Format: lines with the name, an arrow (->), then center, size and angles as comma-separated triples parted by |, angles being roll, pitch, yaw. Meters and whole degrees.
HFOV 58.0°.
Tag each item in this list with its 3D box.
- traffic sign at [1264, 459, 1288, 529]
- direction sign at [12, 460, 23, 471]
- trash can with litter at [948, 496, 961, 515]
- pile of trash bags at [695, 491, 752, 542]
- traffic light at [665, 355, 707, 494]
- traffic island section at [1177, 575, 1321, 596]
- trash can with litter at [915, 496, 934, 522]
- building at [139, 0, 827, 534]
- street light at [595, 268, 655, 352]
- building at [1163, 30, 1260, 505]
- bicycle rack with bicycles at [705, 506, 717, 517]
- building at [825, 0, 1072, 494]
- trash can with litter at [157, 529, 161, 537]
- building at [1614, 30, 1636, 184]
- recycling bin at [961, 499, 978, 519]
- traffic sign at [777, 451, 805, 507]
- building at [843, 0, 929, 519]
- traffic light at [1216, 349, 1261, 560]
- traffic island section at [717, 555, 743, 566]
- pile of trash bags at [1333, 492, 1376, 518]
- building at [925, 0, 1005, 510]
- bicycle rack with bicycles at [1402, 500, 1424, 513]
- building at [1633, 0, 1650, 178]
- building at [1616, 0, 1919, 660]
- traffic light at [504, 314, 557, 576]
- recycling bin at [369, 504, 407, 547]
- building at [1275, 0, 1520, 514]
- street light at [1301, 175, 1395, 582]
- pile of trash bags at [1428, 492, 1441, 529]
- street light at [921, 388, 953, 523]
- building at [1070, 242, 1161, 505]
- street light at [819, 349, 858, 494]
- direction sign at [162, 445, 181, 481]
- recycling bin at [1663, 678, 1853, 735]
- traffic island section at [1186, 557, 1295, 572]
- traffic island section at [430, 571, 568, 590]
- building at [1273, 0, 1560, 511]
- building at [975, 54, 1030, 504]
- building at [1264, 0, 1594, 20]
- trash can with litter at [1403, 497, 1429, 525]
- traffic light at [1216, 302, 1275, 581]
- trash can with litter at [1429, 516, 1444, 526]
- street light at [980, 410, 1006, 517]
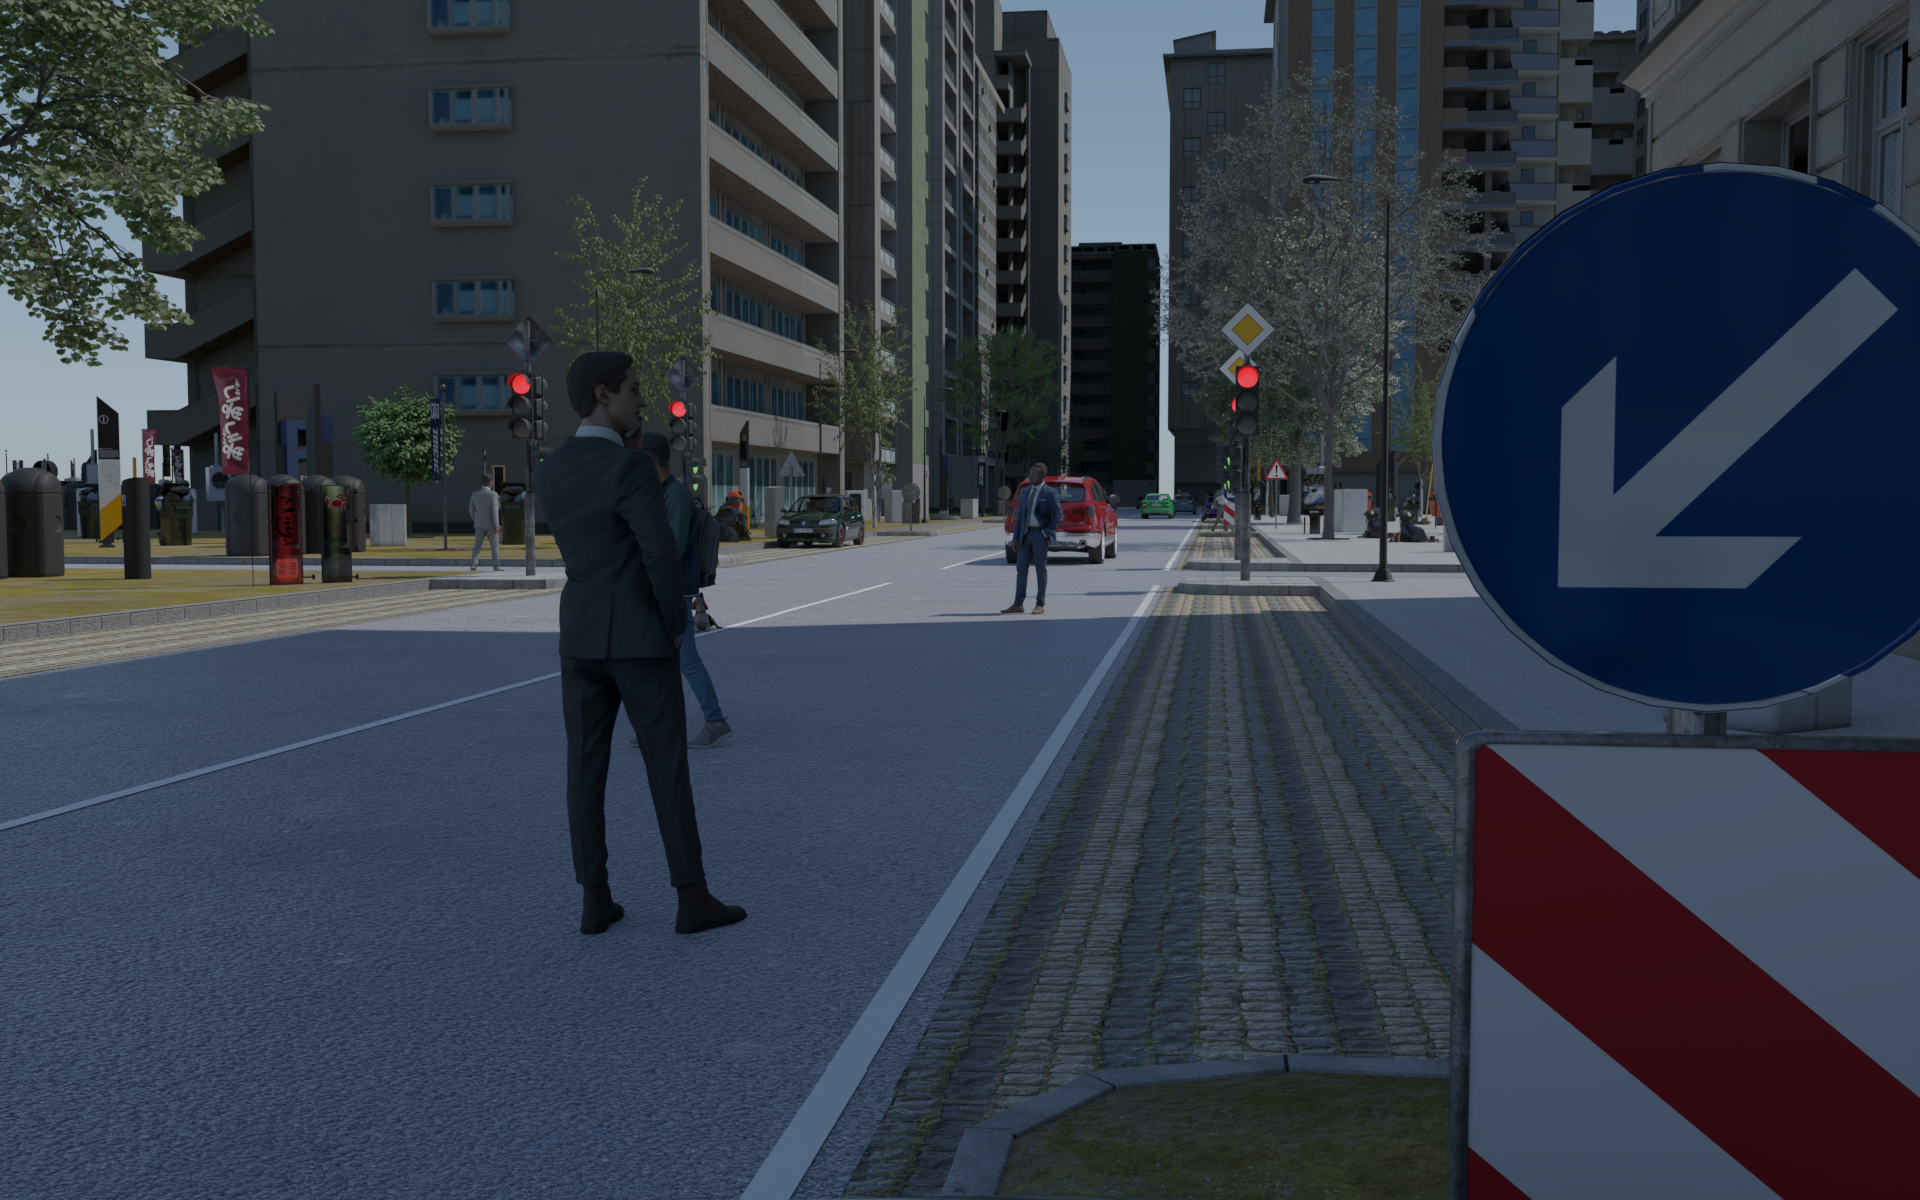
traffic sign -> 11.659, -3.905, 63.849 | 0.884, 2.594, 0.081 | 1, 4, 10
direction sign -> -62.707, -7.545, 115.361 | 0.876, 3.537, 0.379 | 1, 4, 17
trash can with litter -> -0.245, -5.757, 105.189 | 2.233, 1.210, 1.678 | 0, 4, -7
pile of trash bags -> -6.595, -2.306, 47.464 | 1.912, 1.369, 3.447 | 1, 4, 9
traffic light -> -5.579, -2.820, 35.030 | 0.839, 4.253, 0.868 | 1, 4, 8
traffic island section -> 4.245, -0.206, 25.651 | 2.009, 0.180, 2.903 | 1, 4, 8
trash can with litter -> -1.907, -4.309, 81.516 | 1.678, 1.210, 2.233 | 0, 4, -5
building -> -17.088, -27.001, 65.167 | 21.300, 48.544, 21.600 | 1, 4, 8
street light -> -6.961, -3.870, 35.810 | 1.470, 5.913, 1.316 | 1, 4, 8
building -> 38.100, -37.663, 205.036 | 27.495, 52.752, 28.713 | 1, 4, 8
bicycle rack with bicycles -> -7.679, -2.368, 52.096 | 2.925, 0.926, 2.852 | 2, 4, 31
building -> -0.253, -33.611, 173.240 | 21.600, 48.544, 21.300 | 1, 4, 8
trash can with litter -> -23.316, -2.426, 51.057 | 1.055, 1.170, 0.624 | 2, 4, 32
building -> 65.163, -37.361, 200.095 | 27.495, 52.752, 28.713 | 1, 4, 8
recycling bin -> 0.488, -4.760, 90.380 | 0.722, 1.027, 0.722 | 1, 4, 23
traffic sign -> -5.064, -3.175, 51.913 | 0.884, 2.594, 0.081 | 1, 4, 14
building -> -9.705, -24.880, 90.380 | 14.154, 41.232, 14.086 | 1, 4, 8
traffic light -> 5.368, -2.723, 33.443 | 0.839, 4.253, 0.868 | 1, 4, 8
traffic island section -> -5.617, -0.788, 35.170 | 2.009, 0.180, 2.903 | 1, 4, 8
pile of trash bags -> 19.805, -4.679, 86.256 | 1.912, 1.369, 3.447 | 0, 4, -6
building -> -7.508, -41.742, 120.732 | 20.563, 71.187, 20.611 | 1, 4, 8
bicycle rack with bicycles -> 26.726, -5.279, 99.693 | 2.852, 0.926, 2.925 | 1, 4, 19
building -> 74.528, -44.330, 163.049 | 20.611, 71.187, 20.563 | 1, 4, 8
building -> 13.859, -10.604, 6.665 | 16.112, 22.955, 30.059 | 1, 4, 8
traffic light -> -6.739, -2.337, 27.129 | 0.839, 4.253, 0.868 | 1, 4, 8
recycling bin -> -14.114, -1.846, 42.739 | 0.722, 1.027, 0.722 | -2, 4, -33
building -> 28.378, -28.426, 114.871 | 14.600, 45.320, 14.200 | 1, 4, 8
street light -> 5.670, -3.228, 25.316 | 1.470, 5.913, 1.316 | 1, 4, 8
pile of trash bags -> 18.983, -3.303, 63.750 | 3.447, 1.369, 1.912 | 2, 4, 25
street light -> -1.022, -6.324, 75.938 | 1.470, 5.913, 1.316 | 1, 4, 8
building -> 16.174, -26.298, 201.672 | 14.107, 30.474, 14.160 | 1, 4, 8
street light -> -3.961, -5.088, 55.726 | 1.470, 5.913, 1.316 | 1, 4, 8
direction sign -> -35.596, -5.279, 78.312 | 0.379, 3.537, 0.876 | 2, 4, 35
recycling bin -> 4.455, 0.177, 9.664 | 0.722, 1.027, 0.722 | -2, 4, -30
traffic island section -> 5.406, -0.689, 33.552 | 2.009, 0.180, 2.903 | 1, 4, 8
traffic island section -> -6.777, -0.305, 27.269 | 2.009, 0.180, 2.903 | 1, 4, 8
building -> 35.515, -36.311, 135.681 | 21.231, 58.520, 28.212 | 1, 4, 8
building -> -9.906, -27.739, 145.408 | 32.217, 40.220, 23.993 | 1, 4, 8
building -> 43.471, -35.161, 164.124 | 28.713, 52.752, 27.495 | 1, 4, 8
trash can with litter -> 19.137, -3.734, 72.441 | 1.055, 1.170, 0.624 | -1, 4, -17
traffic light -> 4.207, -2.240, 25.543 | 0.839, 4.253, 0.868 | 1, 4, 8
trash can with litter -> 19.536, -3.608, 70.380 | 0.624, 1.170, 1.055 | 1, 4, 21
street light -> 1.827, -7.559, 96.136 | 1.470, 5.913, 1.316 | 1, 4, 8
